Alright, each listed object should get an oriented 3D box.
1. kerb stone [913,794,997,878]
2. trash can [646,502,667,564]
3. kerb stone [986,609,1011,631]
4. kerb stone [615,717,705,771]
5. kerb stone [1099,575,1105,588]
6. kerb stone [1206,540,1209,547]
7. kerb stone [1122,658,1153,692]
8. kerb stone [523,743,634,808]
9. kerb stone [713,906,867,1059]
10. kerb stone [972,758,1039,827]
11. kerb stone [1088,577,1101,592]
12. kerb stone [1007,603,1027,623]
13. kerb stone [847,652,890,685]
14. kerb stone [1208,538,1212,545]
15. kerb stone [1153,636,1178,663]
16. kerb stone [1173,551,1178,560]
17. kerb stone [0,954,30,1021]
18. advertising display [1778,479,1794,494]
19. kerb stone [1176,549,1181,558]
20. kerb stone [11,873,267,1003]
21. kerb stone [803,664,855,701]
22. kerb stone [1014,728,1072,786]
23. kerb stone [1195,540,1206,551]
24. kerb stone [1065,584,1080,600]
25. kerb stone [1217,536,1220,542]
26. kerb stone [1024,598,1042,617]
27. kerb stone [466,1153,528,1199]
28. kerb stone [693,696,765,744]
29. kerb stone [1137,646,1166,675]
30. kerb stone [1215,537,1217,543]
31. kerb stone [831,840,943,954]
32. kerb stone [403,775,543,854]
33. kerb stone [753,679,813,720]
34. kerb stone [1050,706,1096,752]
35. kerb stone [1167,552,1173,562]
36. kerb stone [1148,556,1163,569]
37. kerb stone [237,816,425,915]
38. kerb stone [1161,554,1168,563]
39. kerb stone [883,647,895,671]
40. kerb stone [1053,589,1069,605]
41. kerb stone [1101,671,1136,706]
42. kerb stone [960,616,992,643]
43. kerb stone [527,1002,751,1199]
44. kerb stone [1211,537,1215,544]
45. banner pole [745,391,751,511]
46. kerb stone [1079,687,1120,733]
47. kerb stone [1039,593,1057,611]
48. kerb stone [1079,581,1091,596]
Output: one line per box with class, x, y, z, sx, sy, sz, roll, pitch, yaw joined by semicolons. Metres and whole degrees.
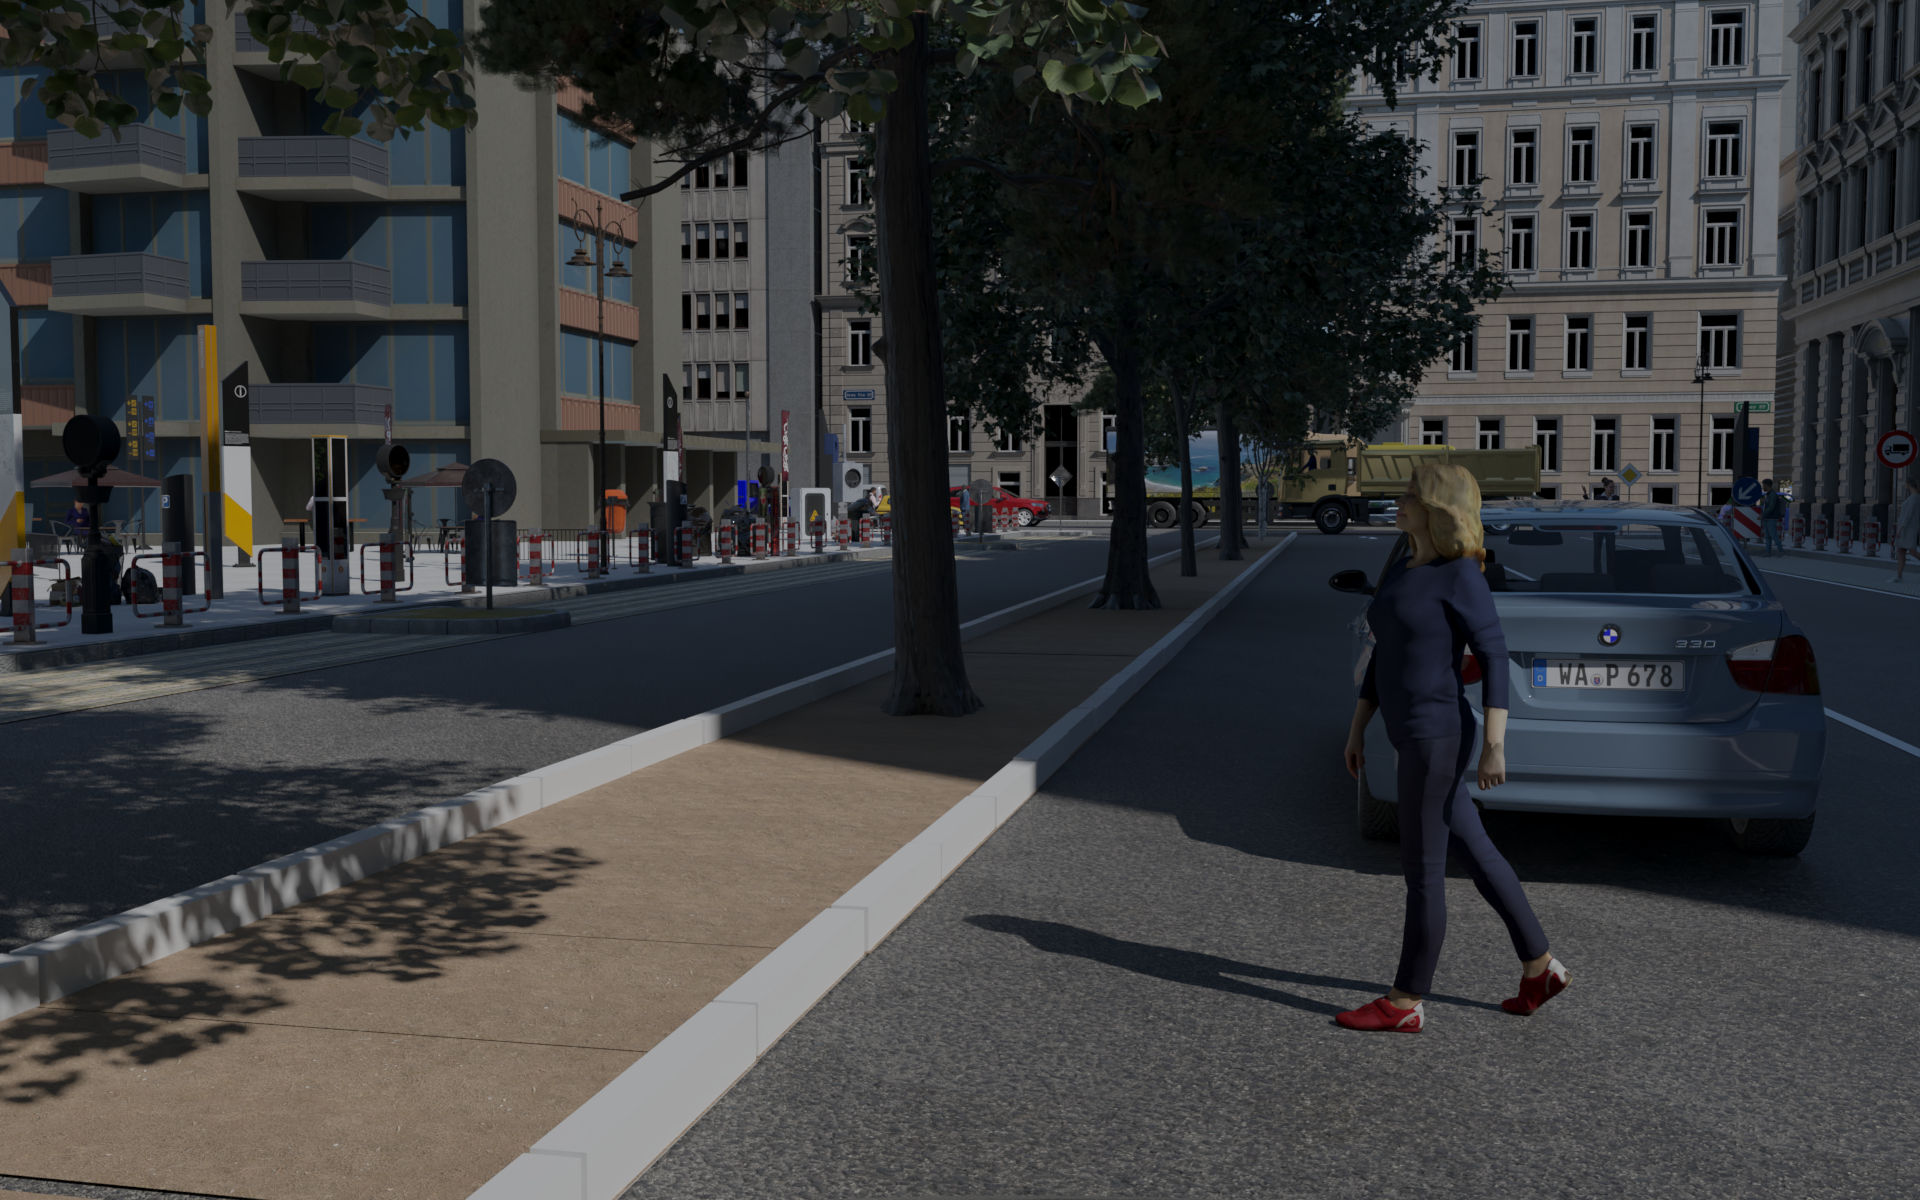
kerb stone;-0.018;0.941;6.887;0.120;0.150;1.000;1;4;12
trash can;-5.408;-1.242;31.960;0.748;1.137;0.748;0;3;0
kerb stone;0.359;0.233;18.394;0.120;0.150;1.000;1;4;12
kerb stone;-1.630;0.785;9.354;0.120;0.150;1.000;1;4;12
kerb stone;2.121;-0.259;26.426;0.120;0.150;1.000;1;4;12
kerb stone;6.529;-1.480;46.497;0.120;0.150;1.000;1;4;12
kerb stone;1.304;0.570;12.894;0.120;0.150;1.000;1;4;12
kerb stone;-1.842;0.847;8.351;0.120;0.150;1.000;1;4;12
kerb stone;-0.462;1.062;4.882;0.120;0.150;1.000;1;4;12
kerb stone;0.206;0.882;7.887;0.120;0.150;1.000;1;4;12
kerb stone;1.902;-0.198;25.425;0.120;0.150;1.000;1;4;12
kerb stone;0.574;0.173;19.396;0.120;0.150;1.000;1;4;12
kerb stone;-0.741;0.541;13.359;0.120;0.150;1.000;1;4;12
kerb stone;6.748;-1.540;47.498;0.120;0.150;1.000;1;4;12
kerb stone;1.750;0.446;14.903;0.120;0.150;1.000;1;4;12
kerb stone;4.552;-0.935;37.479;0.120;0.150;1.000;1;4;12
kerb stone;-2.725;1.092;4.339;0.120;0.150;1.000;1;4;12
advertising display;36.541;-4.358;76.465;0.974;1.923;0.123;-1;4;-15
kerb stone;4.768;-0.995;38.481;0.120;0.150;1.000;1;4;12
kerb stone;-2.501;1.032;5.339;0.120;0.150;1.000;1;4;12
kerb stone;-0.963;0.602;12.355;0.120;0.150;1.000;1;4;12
kerb stone;0.424;0.814;8.888;0.120;0.150;1.000;1;4;12
kerb stone;6.306;-1.425;45.496;0.120;0.150;1.000;1;4;12
kerb stone;1.457;-0.075;23.418;0.120;0.150;1.000;1;4;12
kerb stone;7.412;-1.732;50.510;0.120;0.150;1.000;1;4;12
kerb stone;0.795;0.110;20.399;0.120;0.150;1.000;1;4;12
kerb stone;-0.898;1.182;2.875;0.120;0.150;1.000;1;4;12
kerb stone;-1.400;0.724;10.353;0.120;0.150;1.000;1;4;12
kerb stone;1.520;0.508;13.897;0.120;0.150;1.000;1;4;12
kerb stone;7.183;-1.670;49.505;0.120;0.150;1.000;1;4;12
kerb stone;-0.236;0.998;5.885;0.120;0.150;1.000;1;4;12
kerb stone;-2.063;0.908;7.351;0.120;0.150;1.000;1;4;12
kerb stone;-1.187;0.663;11.355;0.120;0.150;1.000;1;4;12
kerb stone;0.635;0.755;9.893;0.120;0.150;1.000;1;4;12
kerb stone;4.325;-0.873;36.474;0.120;0.150;1.000;1;4;12
kerb stone;3.878;-0.748;34.467;0.120;0.150;1.000;1;4;12
kerb stone;-2.285;0.969;6.350;0.120;0.150;1.000;1;4;12
kerb stone;4.103;-0.812;35.466;0.120;0.150;1.000;1;4;12
kerb stone;-0.522;0.482;14.374;0.120;0.150;1.000;1;4;12
kerb stone;1.243;-0.013;22.407;0.120;0.150;1.000;1;4;12
kerb stone;1.076;0.630;11.894;0.120;0.150;1.000;1;4;12
kerb stone;0.137;0.299;17.389;0.120;0.150;1.000;1;4;12
kerb stone;-0.678;1.120;3.876;0.120;0.150;1.000;1;4;12
kerb stone;6.972;-1.609;48.497;0.120;0.150;1.000;1;4;12
banner pole;-5.188;-3.212;42.526;0.401;3.779;0.863;0;4;-2
kerb stone;0.868;0.691;10.891;0.120;0.150;1.000;1;4;12
kerb stone;1.023;0.048;21.403;0.120;0.150;1.000;1;4;12
kerb stone;1.678;-0.136;24.423;0.120;0.150;1.000;1;4;12
